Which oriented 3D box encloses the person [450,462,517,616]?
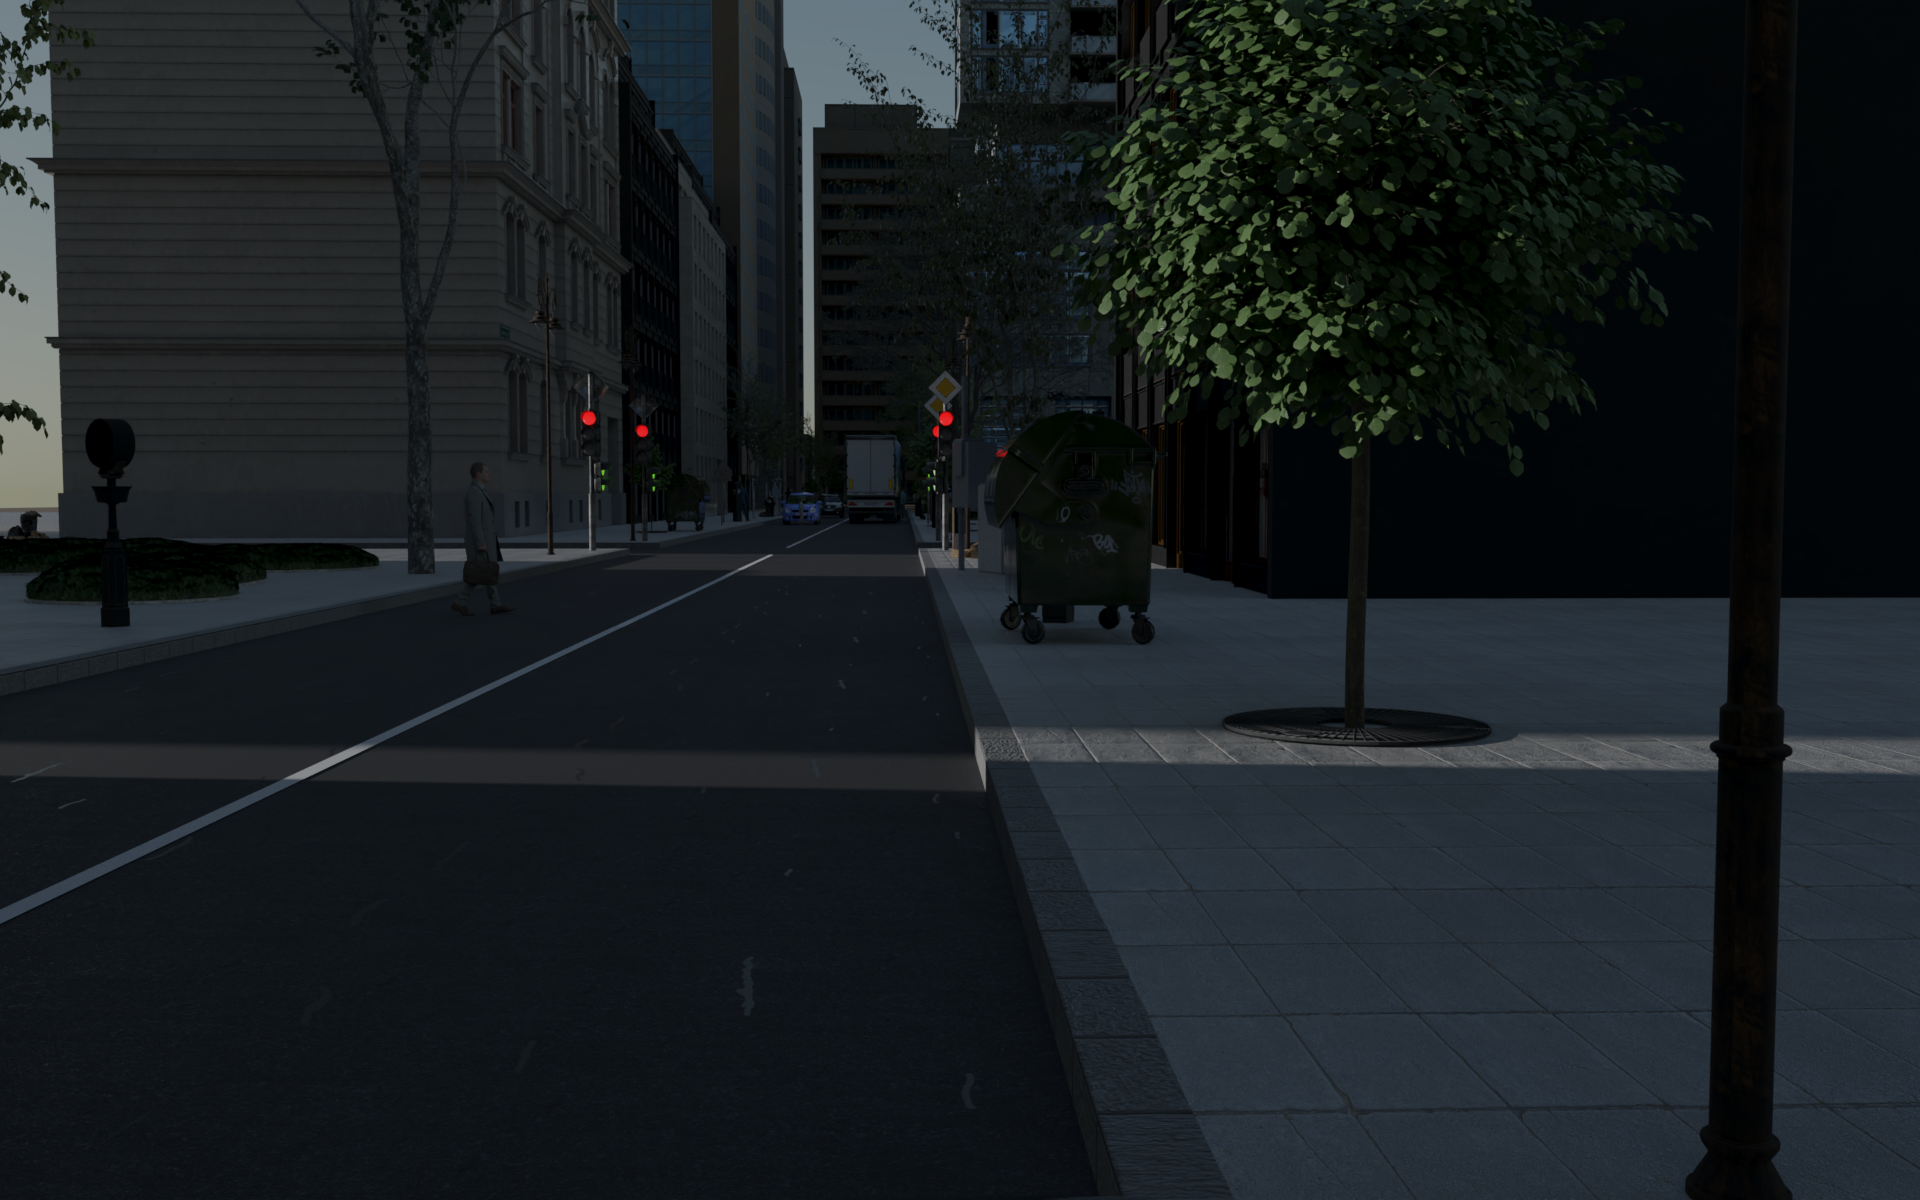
[{"bbox_3d":[-5.656,-0.730,20.532,0.767,1.812,0.694,-1,4,-17],"label":"person"}]

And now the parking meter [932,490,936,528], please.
[{"bbox_3d":[-0.888,-3.492,65.500,0.372,1.533,0.369,0,3,0],"label":"parking meter"}]

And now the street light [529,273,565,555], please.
[{"bbox_3d":[-8.643,-3.891,36.406,0.468,5.910,1.993,0,4,-2],"label":"street light"}]

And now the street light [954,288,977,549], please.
[{"bbox_3d":[0.178,-4.053,39.062,0.468,5.910,1.993,0,4,-2],"label":"street light"}]

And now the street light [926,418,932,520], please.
[{"bbox_3d":[-1.438,-6.871,85.122,0.468,5.910,1.993,0,4,-2],"label":"street light"}]

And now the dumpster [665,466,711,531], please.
[{"bbox_3d":[-9.521,-3.527,60.165,1.502,2.255,1.985,0,4,-2],"label":"dumpster"}]

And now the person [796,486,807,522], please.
[{"bbox_3d":[-8.106,-4.877,88.261,0.660,1.820,0.620,3,4,39],"label":"person"}]

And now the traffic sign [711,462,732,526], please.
[{"bbox_3d":[-9.708,-4.313,70.516,0.884,2.594,0.081,0,4,1],"label":"traffic sign"}]

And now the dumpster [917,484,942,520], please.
[{"bbox_3d":[-1.424,-5.189,87.333,1.502,2.255,1.985,0,4,-2],"label":"dumpster"}]

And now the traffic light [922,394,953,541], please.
[{"bbox_3d":[-0.613,-3.576,47.389,0.839,4.253,0.868,0,4,-2],"label":"traffic light"}]

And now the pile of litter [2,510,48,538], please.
[{"bbox_3d":[-24.892,-1.973,46.229,1.719,0.858,1.176,0,4,5],"label":"pile of litter"}]

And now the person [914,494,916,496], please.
[{"bbox_3d":[-4.692,-11.546,195.537,1.217,1.735,0.721,-1,4,-21],"label":"person"}]

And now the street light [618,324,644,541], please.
[{"bbox_3d":[-8.971,-4.560,47.337,0.468,5.910,1.993,0,4,-2],"label":"street light"}]

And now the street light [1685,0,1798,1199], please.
[{"bbox_3d":[1.419,-1.847,2.979,0.468,5.910,1.993,0,4,-2],"label":"street light"}]

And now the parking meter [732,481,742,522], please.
[{"bbox_3d":[-10.315,-4.551,80.113,0.255,1.863,0.399,3,4,38],"label":"parking meter"}]

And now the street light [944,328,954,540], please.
[{"bbox_3d":[-0.189,-4.617,48.280,0.468,5.910,1.993,0,4,-2],"label":"street light"}]

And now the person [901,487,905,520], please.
[{"bbox_3d":[-3.322,-5.366,96.245,0.660,1.820,0.620,2,4,30],"label":"person"}]

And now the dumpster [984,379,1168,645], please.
[{"bbox_3d":[1.008,-0.796,15.505,1.502,2.255,1.985,0,4,-2],"label":"dumpster"}]

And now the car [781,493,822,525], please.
[{"bbox_3d":[-7.493,-4.432,82.049,1.945,1.707,3.694,0,4,-3],"label":"car"}]

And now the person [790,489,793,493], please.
[{"bbox_3d":[-14.543,-8.787,150.436,0.721,1.736,1.217,0,4,0],"label":"person"}]

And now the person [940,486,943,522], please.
[{"bbox_3d":[-0.718,-4.516,79.986,0.767,1.812,0.694,1,4,9],"label":"person"}]

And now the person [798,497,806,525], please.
[{"bbox_3d":[-7.263,-4.085,79.575,0.394,1.301,0.425,-1,4,-17],"label":"person"}]

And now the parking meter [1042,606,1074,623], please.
[{"bbox_3d":[0.984,-0.708,17.291,0.255,1.863,0.399,1,4,18],"label":"parking meter"}]

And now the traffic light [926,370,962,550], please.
[{"bbox_3d":[-0.345,-3.088,39.409,0.839,4.253,0.868,0,4,-2],"label":"traffic light"}]

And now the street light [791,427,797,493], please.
[{"bbox_3d":[-11.402,-8.974,119.505,0.468,5.910,1.993,0,4,-2],"label":"street light"}]

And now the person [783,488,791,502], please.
[{"bbox_3d":[-14.349,-8.478,144.665,1.348,1.822,0.705,-1,4,-8],"label":"person"}]

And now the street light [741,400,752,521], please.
[{"bbox_3d":[-10.237,-6.766,83.419,0.468,5.910,1.993,0,4,-2],"label":"street light"}]

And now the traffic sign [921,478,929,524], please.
[{"bbox_3d":[-1.363,-4.529,74.152,0.768,2.556,0.104,0,4,0],"label":"traffic sign"}]

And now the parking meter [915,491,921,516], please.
[{"bbox_3d":[-2.398,-5.559,99.303,0.372,1.533,0.369,0,3,0],"label":"parking meter"}]

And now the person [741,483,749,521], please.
[{"bbox_3d":[-10.201,-4.586,81.202,0.721,1.800,0.419,-1,4,-10],"label":"person"}]

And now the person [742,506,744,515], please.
[{"bbox_3d":[-13.671,-6.242,108.198,0.694,1.812,0.767,-2,4,-29],"label":"person"}]

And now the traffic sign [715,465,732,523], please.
[{"bbox_3d":[-10.448,-4.672,76.489,0.768,2.556,0.104,0,4,3],"label":"traffic sign"}]

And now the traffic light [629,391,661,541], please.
[{"bbox_3d":[-8.569,-3.559,47.107,0.839,4.253,0.868,0,4,-2],"label":"traffic light"}]

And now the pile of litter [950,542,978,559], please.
[{"bbox_3d":[0.383,-1.277,34.844,1.176,0.858,1.719,0,4,2],"label":"pile of litter"}]

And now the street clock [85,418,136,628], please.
[{"bbox_3d":[-8.175,-0.742,16.708,0.471,2.002,0.358,2,4,32],"label":"street clock"}]

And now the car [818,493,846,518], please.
[{"bbox_3d":[-7.891,-5.827,105.054,2.009,1.686,4.222,0,4,-3],"label":"car"}]

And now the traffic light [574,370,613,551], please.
[{"bbox_3d":[-8.301,-3.071,39.126,0.839,4.253,0.868,0,4,-2],"label":"traffic light"}]
